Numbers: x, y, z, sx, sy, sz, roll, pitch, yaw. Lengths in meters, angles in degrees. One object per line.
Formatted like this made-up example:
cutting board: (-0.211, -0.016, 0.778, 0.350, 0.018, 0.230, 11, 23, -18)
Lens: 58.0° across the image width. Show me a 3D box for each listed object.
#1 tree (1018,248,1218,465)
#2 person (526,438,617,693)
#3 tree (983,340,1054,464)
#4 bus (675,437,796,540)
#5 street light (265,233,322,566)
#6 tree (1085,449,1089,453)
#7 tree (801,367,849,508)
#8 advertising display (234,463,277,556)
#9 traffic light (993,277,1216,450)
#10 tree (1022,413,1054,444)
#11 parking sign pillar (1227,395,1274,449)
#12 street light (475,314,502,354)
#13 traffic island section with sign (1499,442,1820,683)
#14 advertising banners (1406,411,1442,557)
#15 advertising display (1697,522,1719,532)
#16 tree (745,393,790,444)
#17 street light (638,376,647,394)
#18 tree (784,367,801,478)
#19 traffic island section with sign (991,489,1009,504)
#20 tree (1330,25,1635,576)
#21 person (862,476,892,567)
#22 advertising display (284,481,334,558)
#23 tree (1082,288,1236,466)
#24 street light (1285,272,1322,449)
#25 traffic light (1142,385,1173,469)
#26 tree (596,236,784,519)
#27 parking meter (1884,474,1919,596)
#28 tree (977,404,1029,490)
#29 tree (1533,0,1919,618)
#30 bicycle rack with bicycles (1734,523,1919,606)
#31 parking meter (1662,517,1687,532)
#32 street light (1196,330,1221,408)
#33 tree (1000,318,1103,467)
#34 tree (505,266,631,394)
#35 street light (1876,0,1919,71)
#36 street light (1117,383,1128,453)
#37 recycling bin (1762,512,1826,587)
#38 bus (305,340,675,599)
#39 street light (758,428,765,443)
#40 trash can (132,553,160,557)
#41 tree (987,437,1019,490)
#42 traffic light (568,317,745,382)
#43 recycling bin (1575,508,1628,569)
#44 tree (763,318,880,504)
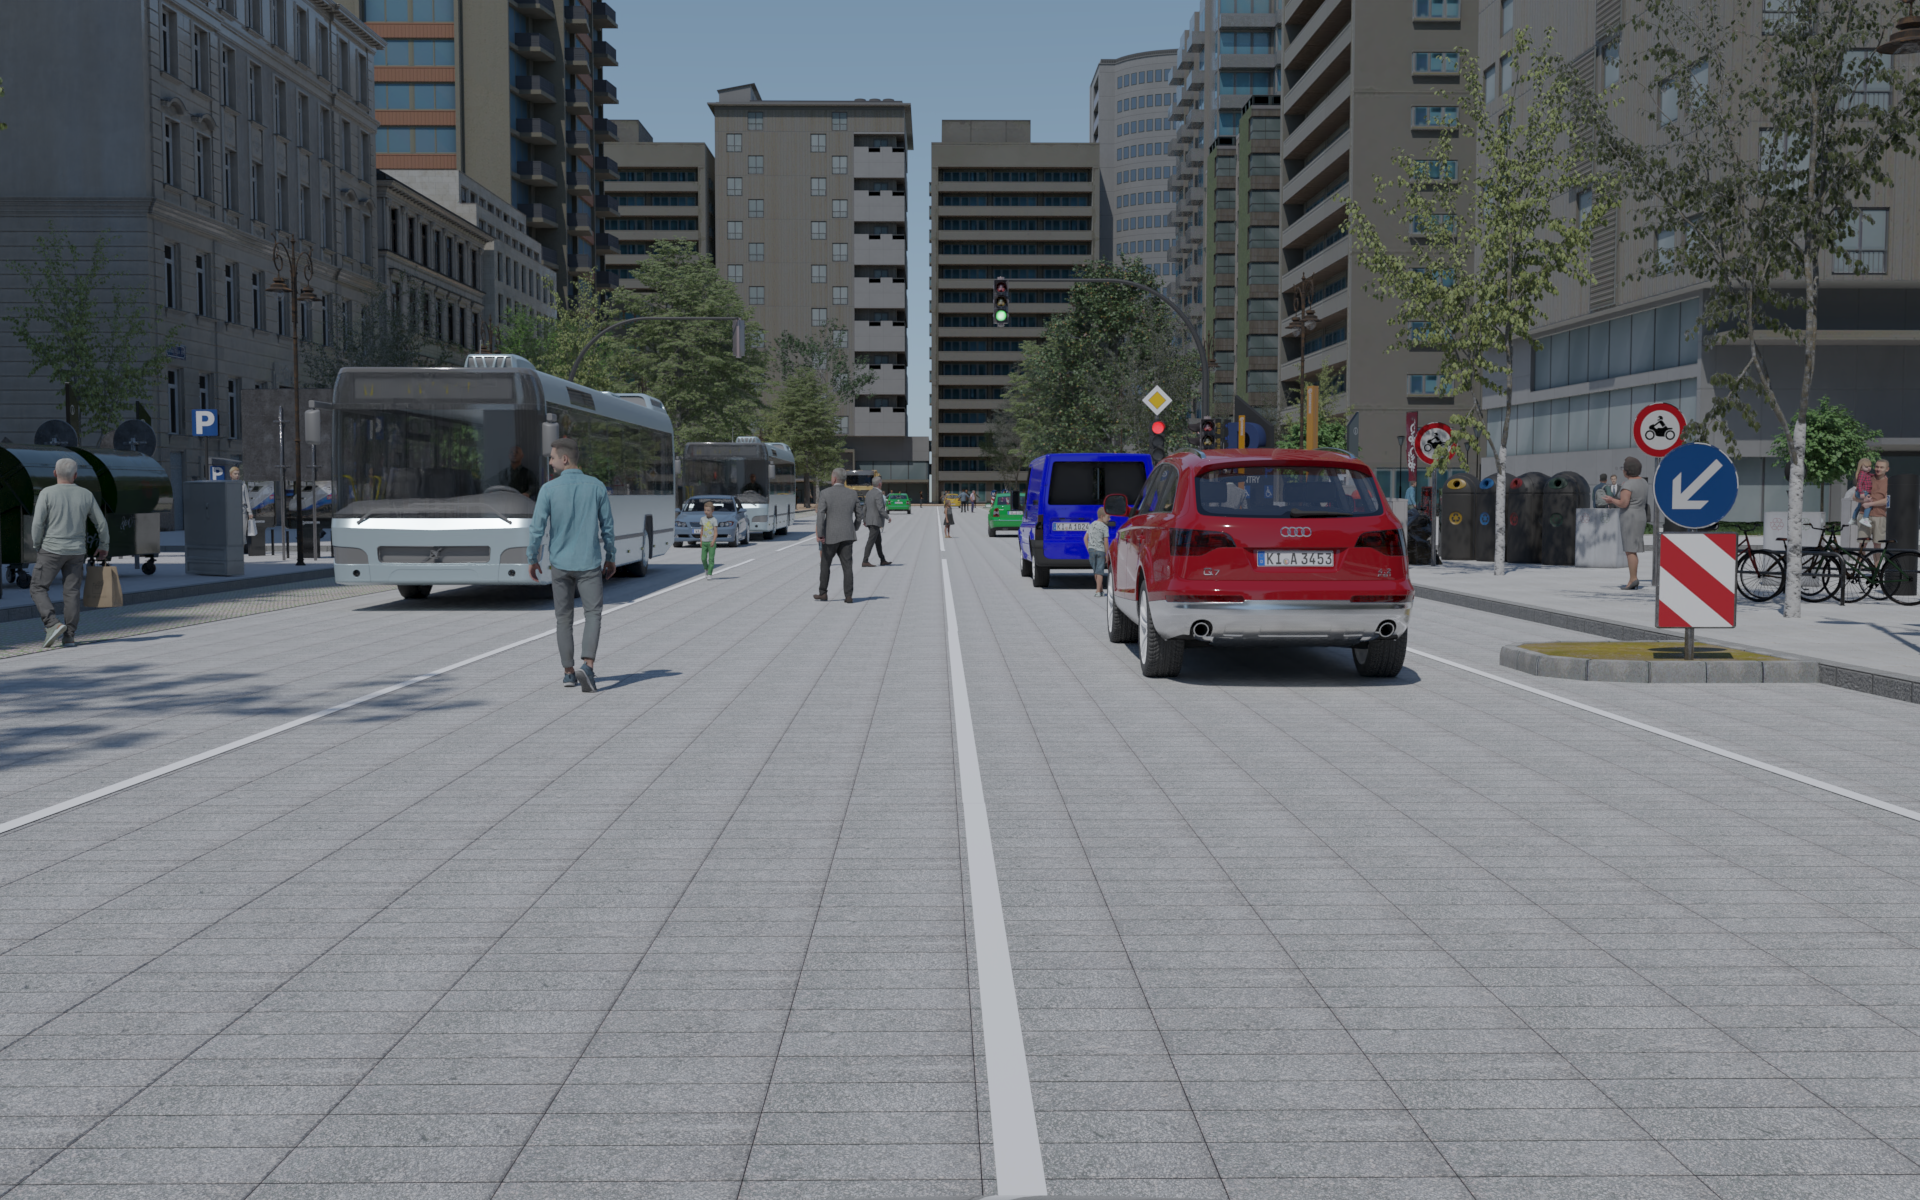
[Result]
tree: (7.365, -10.043, 81.209, 9.611, 12.733, 9.660, 0, 3, 0)
person: (-2.858, -0.265, 12.692, 0.638, 1.841, 0.748, 0, 4, -5)
tree: (6.900, -13.599, 132.715, 12.009, 13.543, 11.850, 0, 3, 0)
bus: (-7.148, -3.809, 57.139, 2.948, 3.499, 13.247, 0, 4, -2)
street light: (-11.842, -3.556, 30.921, 0.468, 5.910, 1.993, 0, 4, -1)
tree: (6.280, -7.247, 102.196, 4.285, 4.588, 4.351, 0, 3, 0)
tree: (-13.996, -14.463, 154.594, 7.486, 12.596, 7.792, 0, 3, 0)
advertising display: (-14.561, -1.872, 35.817, 0.123, 1.923, 0.974, 2, 4, 25)
traffic light: (3.072, -3.784, 36.542, 4.771, 5.953, 1.251, 0, 4, -1)
tree: (6.639, -10.579, 123.326, 4.737, 8.622, 4.395, 0, 3, 0)
parking sign pillar: (7.832, -3.562, 46.717, 1.447, 3.967, 1.447, -3, 5, -39)
street light: (-12.071, -4.397, 44.686, 0.468, 5.910, 1.993, 0, 4, -1)
traffic island section with sign: (5.526, -0.332, 14.063, 1.989, 1.847, 2.006, 0, 4, -1)
advertising banners: (9.714, -2.430, 35.920, 0.090, 3.025, 2.074, -1, 4, -12)
advertising display: (14.025, -1.693, 32.896, 0.974, 1.923, 0.123, -2, 4, -24)
tree: (-14.037, -10.656, 124.589, 4.737, 8.622, 4.395, 0, 3, 0)
street light: (-12.415, -5.815, 67.868, 0.468, 5.910, 1.993, 0, 4, -1)
tree: (-12.446, -10.236, 85.491, 7.486, 12.596, 7.792, 0, 3, 0)
traffic island section with sign: (3.681, -8.438, 146.585, 1.989, 1.847, 2.006, 0, 4, -1)
tree: (8.316, -4.700, 27.205, 4.737, 8.622, 4.395, 0, 3, 0)
person: (-1.606, -1.546, 34.167, 0.834, 1.777, 0.661, -3, 4, -39)
advertising display: (-13.043, -1.805, 34.729, 0.974, 1.923, 0.123, -2, 4, -30)
tree: (6.799, -6.823, 61.924, 4.360, 8.622, 3.978, 0, 3, 0)
street light: (7.150, -3.879, 36.211, 0.468, 5.910, 1.993, 0, 4, -1)
traffic light: (5.051, -3.411, 44.696, 0.839, 4.253, 0.868, 0, 4, -1)
tree: (-12.249, -9.693, 76.600, 7.486, 12.596, 7.792, 0, 3, 0)
parking meter: (11.936, -0.827, 21.939, 0.372, 1.533, 0.369, 0, 3, 0)
tree: (5.248, -14.235, 167.151, 8.767, 10.594, 7.601, 2, 4, 27)
tree: (8.493, -4.132, 17.924, 4.360, 8.622, 3.978, 0, 3, 0)
bicycle rack with bicycles: (10.357, -0.458, 20.869, 2.852, 0.926, 2.925, -2, 4, -32)
parking meter: (11.023, -1.116, 26.660, 0.372, 1.533, 0.369, 0, 3, 0)
street light: (7.013, -4.660, 48.974, 0.468, 5.910, 1.993, 0, 4, -1)
tree: (6.466, -11.817, 111.329, 7.486, 12.596, 7.792, 0, 3, 0)
tree: (-12.648, -6.481, 56.329, 4.737, 8.622, 4.395, 0, 3, 0)
street light: (7.512, -2.465, 13.086, 0.468, 5.910, 1.993, 0, 4, -1)
street light: (6.740, -6.089, 72.344, 0.468, 5.910, 1.993, 0, 4, -1)
recycling bin: (11.721, -0.721, 24.344, 0.722, 1.027, 0.722, 2, 4, 31)
bus: (-6.534, -1.940, 26.582, 2.948, 3.499, 13.247, 0, 4, -2)
street light: (-13.118, -8.657, 114.322, 0.468, 5.910, 1.993, 0, 4, -1)
trash can: (-16.718, -1.455, 35.440, 0.748, 1.137, 0.748, 0, 3, 0)
tree: (5.201, -15.078, 196.891, 4.360, 8.622, 3.978, 0, 3, 0)
traffic light: (-7.918, -4.273, 44.535, 4.771, 5.953, 1.251, 0, 4, -1)
recycling bin: (11.223, -1.082, 30.248, 0.722, 1.027, 0.722, 3, 5, 39)
tree: (-13.797, -20.059, 183.856, 12.611, 20.169, 13.585, 0, 3, 0)
